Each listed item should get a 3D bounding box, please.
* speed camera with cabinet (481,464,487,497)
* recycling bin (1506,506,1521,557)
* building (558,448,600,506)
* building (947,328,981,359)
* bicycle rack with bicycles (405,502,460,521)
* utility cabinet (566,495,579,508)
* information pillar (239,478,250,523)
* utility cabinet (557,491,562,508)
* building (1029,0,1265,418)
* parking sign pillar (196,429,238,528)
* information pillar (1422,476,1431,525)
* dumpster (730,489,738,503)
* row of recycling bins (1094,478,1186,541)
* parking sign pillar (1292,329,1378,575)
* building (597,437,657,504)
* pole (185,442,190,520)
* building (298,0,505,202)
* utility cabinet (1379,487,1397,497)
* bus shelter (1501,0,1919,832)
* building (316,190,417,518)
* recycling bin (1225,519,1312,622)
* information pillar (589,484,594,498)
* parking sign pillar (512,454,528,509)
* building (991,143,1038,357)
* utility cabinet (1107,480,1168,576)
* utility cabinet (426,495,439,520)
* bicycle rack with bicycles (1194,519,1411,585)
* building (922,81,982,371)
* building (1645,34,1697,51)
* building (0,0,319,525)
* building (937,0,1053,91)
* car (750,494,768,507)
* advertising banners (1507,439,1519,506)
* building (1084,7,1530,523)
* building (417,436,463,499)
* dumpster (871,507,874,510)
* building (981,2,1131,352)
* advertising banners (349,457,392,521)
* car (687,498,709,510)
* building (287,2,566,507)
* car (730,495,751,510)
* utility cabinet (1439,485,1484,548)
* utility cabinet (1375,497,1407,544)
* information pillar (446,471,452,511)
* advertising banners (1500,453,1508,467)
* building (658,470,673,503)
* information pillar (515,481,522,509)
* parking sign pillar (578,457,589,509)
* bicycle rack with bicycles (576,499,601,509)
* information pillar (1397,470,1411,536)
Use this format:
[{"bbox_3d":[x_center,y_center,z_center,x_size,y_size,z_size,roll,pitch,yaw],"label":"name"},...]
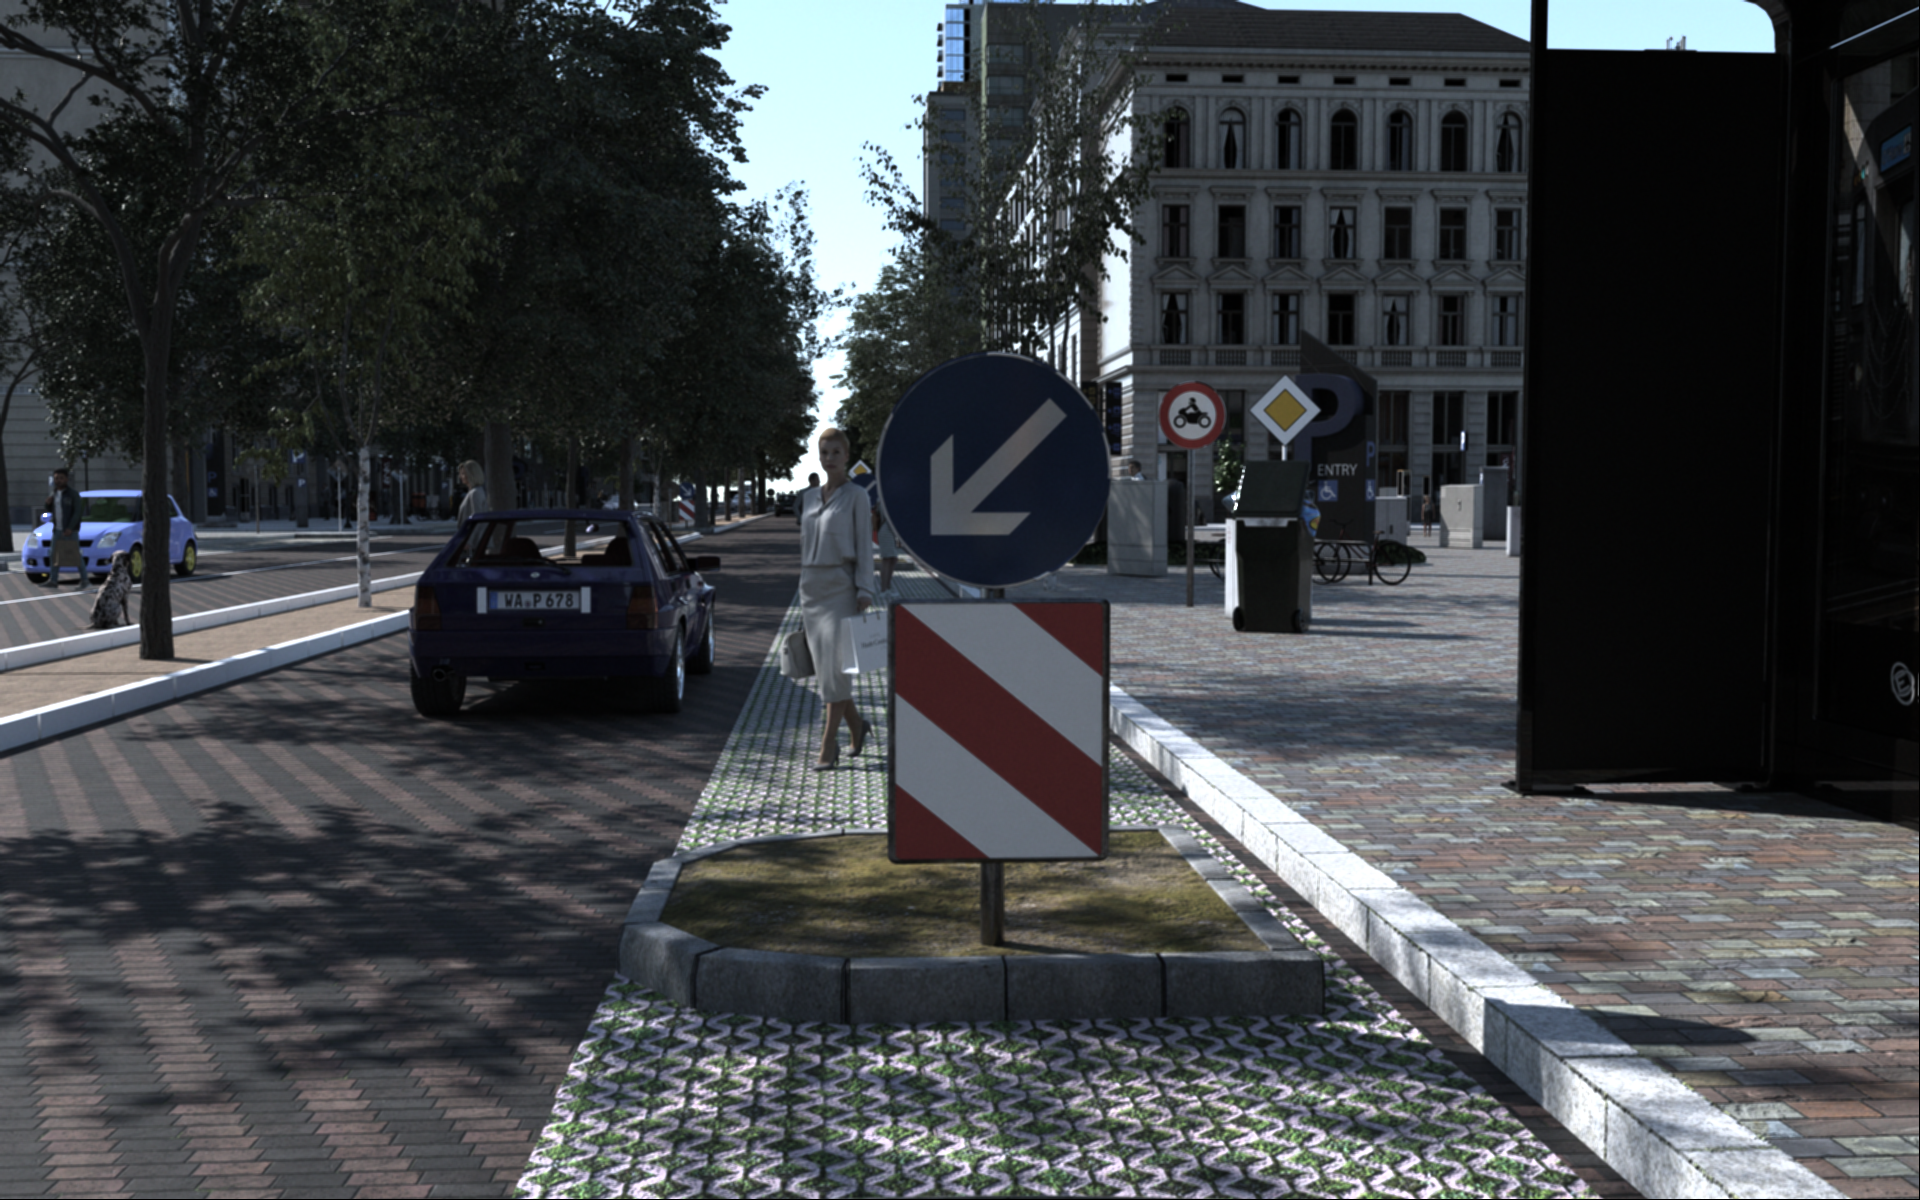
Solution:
[{"bbox_3d":[-30.868,-7.383,115.044,2.038,3.252,0.660,2,4,28],"label":"speed camera with cabinet"},{"bbox_3d":[11.652,-1.413,35.650,0.722,1.027,0.722,1,4,14],"label":"recycling bin"},{"bbox_3d":[-47.908,-33.081,190.986,14.600,45.320,14.200,0,4,-4],"label":"building"},{"bbox_3d":[12.386,-21.424,195.318,27.650,21.520,28.899,0,4,-4],"label":"building"},{"bbox_3d":[-25.228,-4.254,82.927,2.925,0.926,2.852,0,4,2],"label":"bicycle rack with bicycles"},{"bbox_3d":[-29.640,-7.416,132.408,1.020,1.237,0.306,1,4,16],"label":"utility cabinet"},{"bbox_3d":[-32.280,-4.505,78.142,0.304,2.012,0.304,0,4,5],"label":"information pillar"},{"bbox_3d":[-30.542,-7.552,132.147,0.318,1.500,1.173,-1,4,-10],"label":"utility cabinet"},{"bbox_3d":[11.516,-19.017,96.825,13.634,28.700,20.117,0,4,-4],"label":"building"},{"bbox_3d":[-28.278,-4.730,65.804,1.447,3.967,1.447,-1,4,-12],"label":"parking sign pillar"},{"bbox_3d":[19.088,-4.058,70.836,0.304,2.012,0.304,1,4,23],"label":"information pillar"},{"bbox_3d":[-34.273,-15.909,265.064,1.985,2.255,1.502,0,4,-4],"label":"dumpster"},{"bbox_3d":[4.782,-2.392,46.217,1.069,1.692,3.534,3,5,42],"label":"row of recycling bins"},{"bbox_3d":[6.030,-2.415,27.951,1.447,3.967,1.447,3,4,38],"label":"parking sign pillar"},{"bbox_3d":[-54.182,-37.748,240.883,21.300,48.544,21.600,0,4,-4],"label":"building"},{"bbox_3d":[-28.778,-4.317,64.430,0.158,3.312,0.155,0,3,0],"label":"pole"},{"bbox_3d":[-45.547,-30.264,144.934,14.600,45.320,14.200,0,4,-4],"label":"building"},{"bbox_3d":[13.956,-2.918,56.391,0.318,1.500,1.173,2,4,32],"label":"utility cabinet"},{"bbox_3d":[3.089,-0.800,4.369,1.731,3.624,6.357,0,4,-4],"label":"bus shelter"},{"bbox_3d":[-39.240,-15.401,100.950,9.793,20.994,18.267,0,4,-4],"label":"building"},{"bbox_3d":[3.129,-0.308,17.586,0.722,1.027,0.722,0,4,-7],"label":"recycling bin"},{"bbox_3d":[-27.017,-7.477,126.747,0.304,2.012,0.304,-3,5,-39],"label":"information pillar"},{"bbox_3d":[-26.521,-7.042,103.614,1.447,3.967,1.447,-1,4,-9],"label":"parking sign pillar"},{"bbox_3d":[13.256,-19.588,124.782,19.350,26.468,34.151,0,4,-4],"label":"building"},{"bbox_3d":[2.786,-1.129,27.137,0.318,1.500,1.173,-2,4,-31],"label":"utility cabinet"},{"bbox_3d":[-25.887,-4.516,85.003,0.306,1.237,1.020,0,4,3],"label":"utility cabinet"},{"bbox_3d":[4.548,-0.692,24.689,2.852,0.926,2.925,-3,4,-36],"label":"bicycle rack with bicycles"},{"bbox_3d":[5.034,-43.592,254.726,21.231,58.520,28.212,0,4,-4],"label":"building"},{"bbox_3d":[41.404,-16.196,83.875,30.058,24.678,14.314,0,4,-4],"label":"building"},{"bbox_3d":[-39.735,-18.077,81.465,13.634,28.700,20.117,0,4,-4],"label":"building"},{"bbox_3d":[4.059,-59.373,283.424,22.319,86.520,31.000,0,4,-4],"label":"building"},{"bbox_3d":[-21.869,-11.018,188.935,1.959,1.807,4.718,0,4,-4],"label":"car"},{"bbox_3d":[17.210,-3.532,53.933,0.090,3.025,2.074,1,4,19],"label":"advertising banners"},{"bbox_3d":[16.352,-15.377,80.285,19.941,23.489,11.050,0,4,-4],"label":"building"},{"bbox_3d":[-41.052,-16.570,120.062,9.793,20.994,18.267,0,4,-4],"label":"building"},{"bbox_3d":[-6.384,-8.034,133.844,1.502,2.255,1.985,0,4,-4],"label":"dumpster"},{"bbox_3d":[8.700,-28.452,148.785,14.154,41.232,14.086,0,4,-4],"label":"building"},{"bbox_3d":[-28.121,-5.288,82.639,2.074,3.025,0.090,-1,4,-20],"label":"advertising banners"},{"bbox_3d":[-23.881,-9.046,158.133,2.015,1.641,3.980,0,4,-5],"label":"car"},{"bbox_3d":[-51.262,-33.560,168.308,23.786,49.044,30.456,0,4,-4],"label":"building"},{"bbox_3d":[-19.618,-8.754,155.492,2.083,1.381,4.827,0,4,-6],"label":"car"},{"bbox_3d":[11.824,-1.969,40.876,0.318,1.500,1.173,-2,4,-24],"label":"utility cabinet"},{"bbox_3d":[8.712,-1.510,35.844,1.020,1.237,0.306,0,4,6],"label":"utility cabinet"},{"bbox_3d":[-26.888,-6.103,91.142,0.183,3.616,0.504,0,4,6],"label":"information pillar"},{"bbox_3d":[22.558,-4.765,74.100,2.074,3.025,0.090,2,4,28],"label":"advertising banners"},{"bbox_3d":[-59.608,-25.784,266.601,27.650,21.520,28.899,0,4,-4],"label":"building"},{"bbox_3d":[-25.270,-5.791,99.168,0.304,2.012,0.304,-1,4,-10],"label":"information pillar"},{"bbox_3d":[-27.173,-8.362,125.194,1.447,3.967,1.447,0,4,4],"label":"parking sign pillar"},{"bbox_3d":[-28.153,-7.116,129.732,2.852,0.926,2.925,0,4,2],"label":"bicycle rack with bicycles"},{"bbox_3d":[13.643,-2.980,53.221,0.304,2.012,0.304,-1,4,-18],"label":"information pillar"}]
